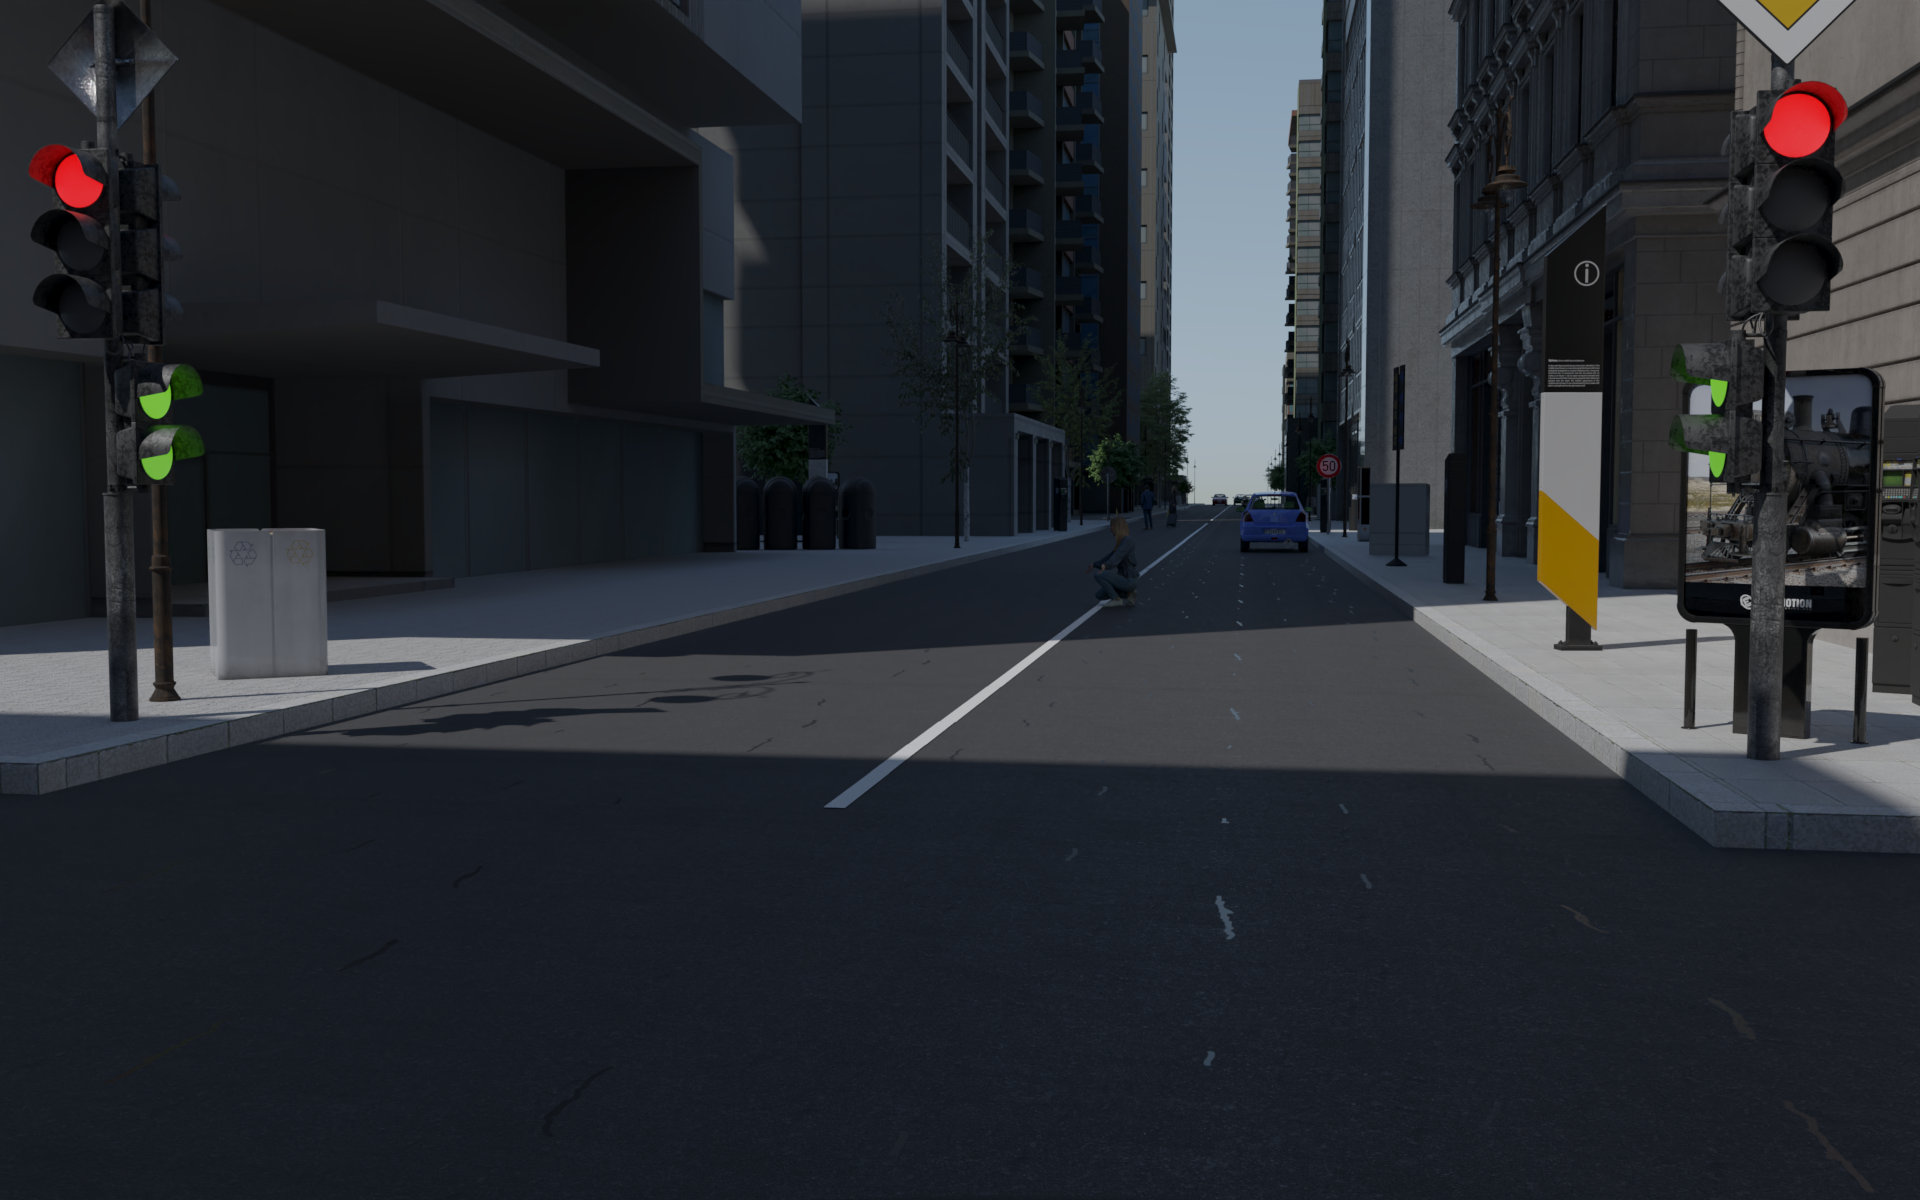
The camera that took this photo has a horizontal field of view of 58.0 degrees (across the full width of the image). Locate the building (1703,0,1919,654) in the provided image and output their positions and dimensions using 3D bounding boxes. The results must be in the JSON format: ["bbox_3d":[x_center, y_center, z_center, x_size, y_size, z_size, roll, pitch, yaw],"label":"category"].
[{"bbox_3d":[16.339,-9.026,12.199,19.286,19.102,10.561,1,4,9],"label":"building"}]

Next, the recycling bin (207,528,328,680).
[{"bbox_3d":[-4.944,0.012,12.362,0.722,1.027,0.722,-2,4,-28],"label":"recycling bin"}]

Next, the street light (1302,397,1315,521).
[{"bbox_3d":[16.458,-6.643,81.393,0.468,5.910,1.993,1,4,9],"label":"street light"}]

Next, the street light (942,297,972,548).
[{"bbox_3d":[-0.069,-4.162,40.838,0.468,5.910,1.993,1,4,9],"label":"street light"}]

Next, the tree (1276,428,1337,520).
[{"bbox_3d":[18.402,-6.278,86.360,4.285,4.588,4.351,0,3,0],"label":"tree"}]

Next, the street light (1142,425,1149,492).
[{"bbox_3d":[12.372,-8.739,115.672,0.468,5.910,1.993,1,4,9],"label":"street light"}]

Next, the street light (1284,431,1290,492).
[{"bbox_3d":[24.051,-9.460,127.463,0.468,5.910,1.993,1,4,9],"label":"street light"}]

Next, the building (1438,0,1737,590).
[{"bbox_3d":[16.541,-11.660,41.549,10.553,20.767,40.483,1,4,9],"label":"building"}]

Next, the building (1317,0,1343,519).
[{"bbox_3d":[26.561,-19.693,93.680,14.160,30.474,14.107,1,4,9],"label":"building"}]

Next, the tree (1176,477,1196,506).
[{"bbox_3d":[24.959,-12.106,192.535,1.663,3.219,1.824,0,3,0],"label":"tree"}]

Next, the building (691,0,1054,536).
[{"bbox_3d":[-6.752,-38.152,62.037,20.563,71.187,20.611,1,4,9],"label":"building"}]

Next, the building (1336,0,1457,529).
[{"bbox_3d":[22.300,-15.498,71.417,12.078,24.808,19.932,1,4,9],"label":"building"}]

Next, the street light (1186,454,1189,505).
[{"bbox_3d":[26.014,-13.782,198.122,0.468,5.910,1.993,1,4,9],"label":"street light"}]

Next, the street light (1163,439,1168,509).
[{"bbox_3d":[17.279,-10.581,145.788,0.468,5.910,1.993,1,4,9],"label":"street light"}]

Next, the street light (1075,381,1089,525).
[{"bbox_3d":[4.981,-6.002,70.913,0.468,5.910,1.993,1,4,9],"label":"street light"}]

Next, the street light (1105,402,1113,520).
[{"bbox_3d":[7.352,-6.896,85.543,0.468,5.910,1.993,1,4,9],"label":"street light"}]

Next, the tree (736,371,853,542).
[{"bbox_3d":[-4.564,-3.832,46.374,4.285,4.588,4.351,0,3,0],"label":"tree"}]

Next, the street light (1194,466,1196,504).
[{"bbox_3d":[30.982,-15.643,228.553,0.468,5.910,1.993,1,4,9],"label":"street light"}]

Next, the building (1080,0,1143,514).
[{"bbox_3d":[5.228,-28.747,120.123,14.600,45.320,14.200,1,4,9],"label":"building"}]

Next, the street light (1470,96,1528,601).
[{"bbox_3d":[6.384,-2.929,20.671,0.468,5.910,1.993,1,4,9],"label":"street light"}]

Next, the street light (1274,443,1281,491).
[{"bbox_3d":[29.047,-11.300,157.547,0.468,5.910,1.993,1,4,9],"label":"street light"}]

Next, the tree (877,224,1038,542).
[{"bbox_3d":[-0.057,-5.887,46.609,4.360,8.622,3.978,0,3,0],"label":"tree"}]

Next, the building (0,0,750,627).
[{"bbox_3d":[-18.110,-26.654,25.027,28.713,52.752,27.495,1,4,9],"label":"building"}]

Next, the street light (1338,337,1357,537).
[{"bbox_3d":[11.439,-4.803,51.312,0.468,5.910,1.993,1,4,9],"label":"street light"}]

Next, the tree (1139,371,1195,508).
[{"bbox_3d":[18.211,-14.796,160.046,7.486,12.596,7.792,0,3,0],"label":"tree"}]

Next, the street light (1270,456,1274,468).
[{"bbox_3d":[32.396,-12.556,178.080,0.468,5.910,1.993,1,4,9],"label":"street light"}]

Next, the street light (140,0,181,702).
[{"bbox_3d":[-4.939,-2.312,10.581,0.468,5.910,1.993,1,4,9],"label":"street light"}]

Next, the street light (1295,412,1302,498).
[{"bbox_3d":[19.038,-7.614,97.275,0.468,5.910,1.993,1,4,9],"label":"street light"}]

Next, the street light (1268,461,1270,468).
[{"bbox_3d":[37.431,-14.408,208.362,0.468,5.910,1.993,1,4,9],"label":"street light"}]

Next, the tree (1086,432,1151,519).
[{"bbox_3d":[8.327,-6.561,90.991,4.285,4.588,4.351,0,3,0],"label":"tree"}]

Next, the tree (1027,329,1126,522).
[{"bbox_3d":[5.178,-7.809,78.040,4.737,8.622,4.395,0,3,0],"label":"tree"}]

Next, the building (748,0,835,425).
[{"bbox_3d":[0.648,-33.817,142.149,28.713,52.752,27.495,1,4,9],"label":"building"}]

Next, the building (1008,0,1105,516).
[{"bbox_3d":[-3.369,-27.226,99.770,22.147,44.769,28.867,1,4,9],"label":"building"}]

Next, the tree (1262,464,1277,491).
[{"bbox_3d":[30.441,-11.066,164.636,4.285,4.588,4.351,0,3,0],"label":"tree"}]
